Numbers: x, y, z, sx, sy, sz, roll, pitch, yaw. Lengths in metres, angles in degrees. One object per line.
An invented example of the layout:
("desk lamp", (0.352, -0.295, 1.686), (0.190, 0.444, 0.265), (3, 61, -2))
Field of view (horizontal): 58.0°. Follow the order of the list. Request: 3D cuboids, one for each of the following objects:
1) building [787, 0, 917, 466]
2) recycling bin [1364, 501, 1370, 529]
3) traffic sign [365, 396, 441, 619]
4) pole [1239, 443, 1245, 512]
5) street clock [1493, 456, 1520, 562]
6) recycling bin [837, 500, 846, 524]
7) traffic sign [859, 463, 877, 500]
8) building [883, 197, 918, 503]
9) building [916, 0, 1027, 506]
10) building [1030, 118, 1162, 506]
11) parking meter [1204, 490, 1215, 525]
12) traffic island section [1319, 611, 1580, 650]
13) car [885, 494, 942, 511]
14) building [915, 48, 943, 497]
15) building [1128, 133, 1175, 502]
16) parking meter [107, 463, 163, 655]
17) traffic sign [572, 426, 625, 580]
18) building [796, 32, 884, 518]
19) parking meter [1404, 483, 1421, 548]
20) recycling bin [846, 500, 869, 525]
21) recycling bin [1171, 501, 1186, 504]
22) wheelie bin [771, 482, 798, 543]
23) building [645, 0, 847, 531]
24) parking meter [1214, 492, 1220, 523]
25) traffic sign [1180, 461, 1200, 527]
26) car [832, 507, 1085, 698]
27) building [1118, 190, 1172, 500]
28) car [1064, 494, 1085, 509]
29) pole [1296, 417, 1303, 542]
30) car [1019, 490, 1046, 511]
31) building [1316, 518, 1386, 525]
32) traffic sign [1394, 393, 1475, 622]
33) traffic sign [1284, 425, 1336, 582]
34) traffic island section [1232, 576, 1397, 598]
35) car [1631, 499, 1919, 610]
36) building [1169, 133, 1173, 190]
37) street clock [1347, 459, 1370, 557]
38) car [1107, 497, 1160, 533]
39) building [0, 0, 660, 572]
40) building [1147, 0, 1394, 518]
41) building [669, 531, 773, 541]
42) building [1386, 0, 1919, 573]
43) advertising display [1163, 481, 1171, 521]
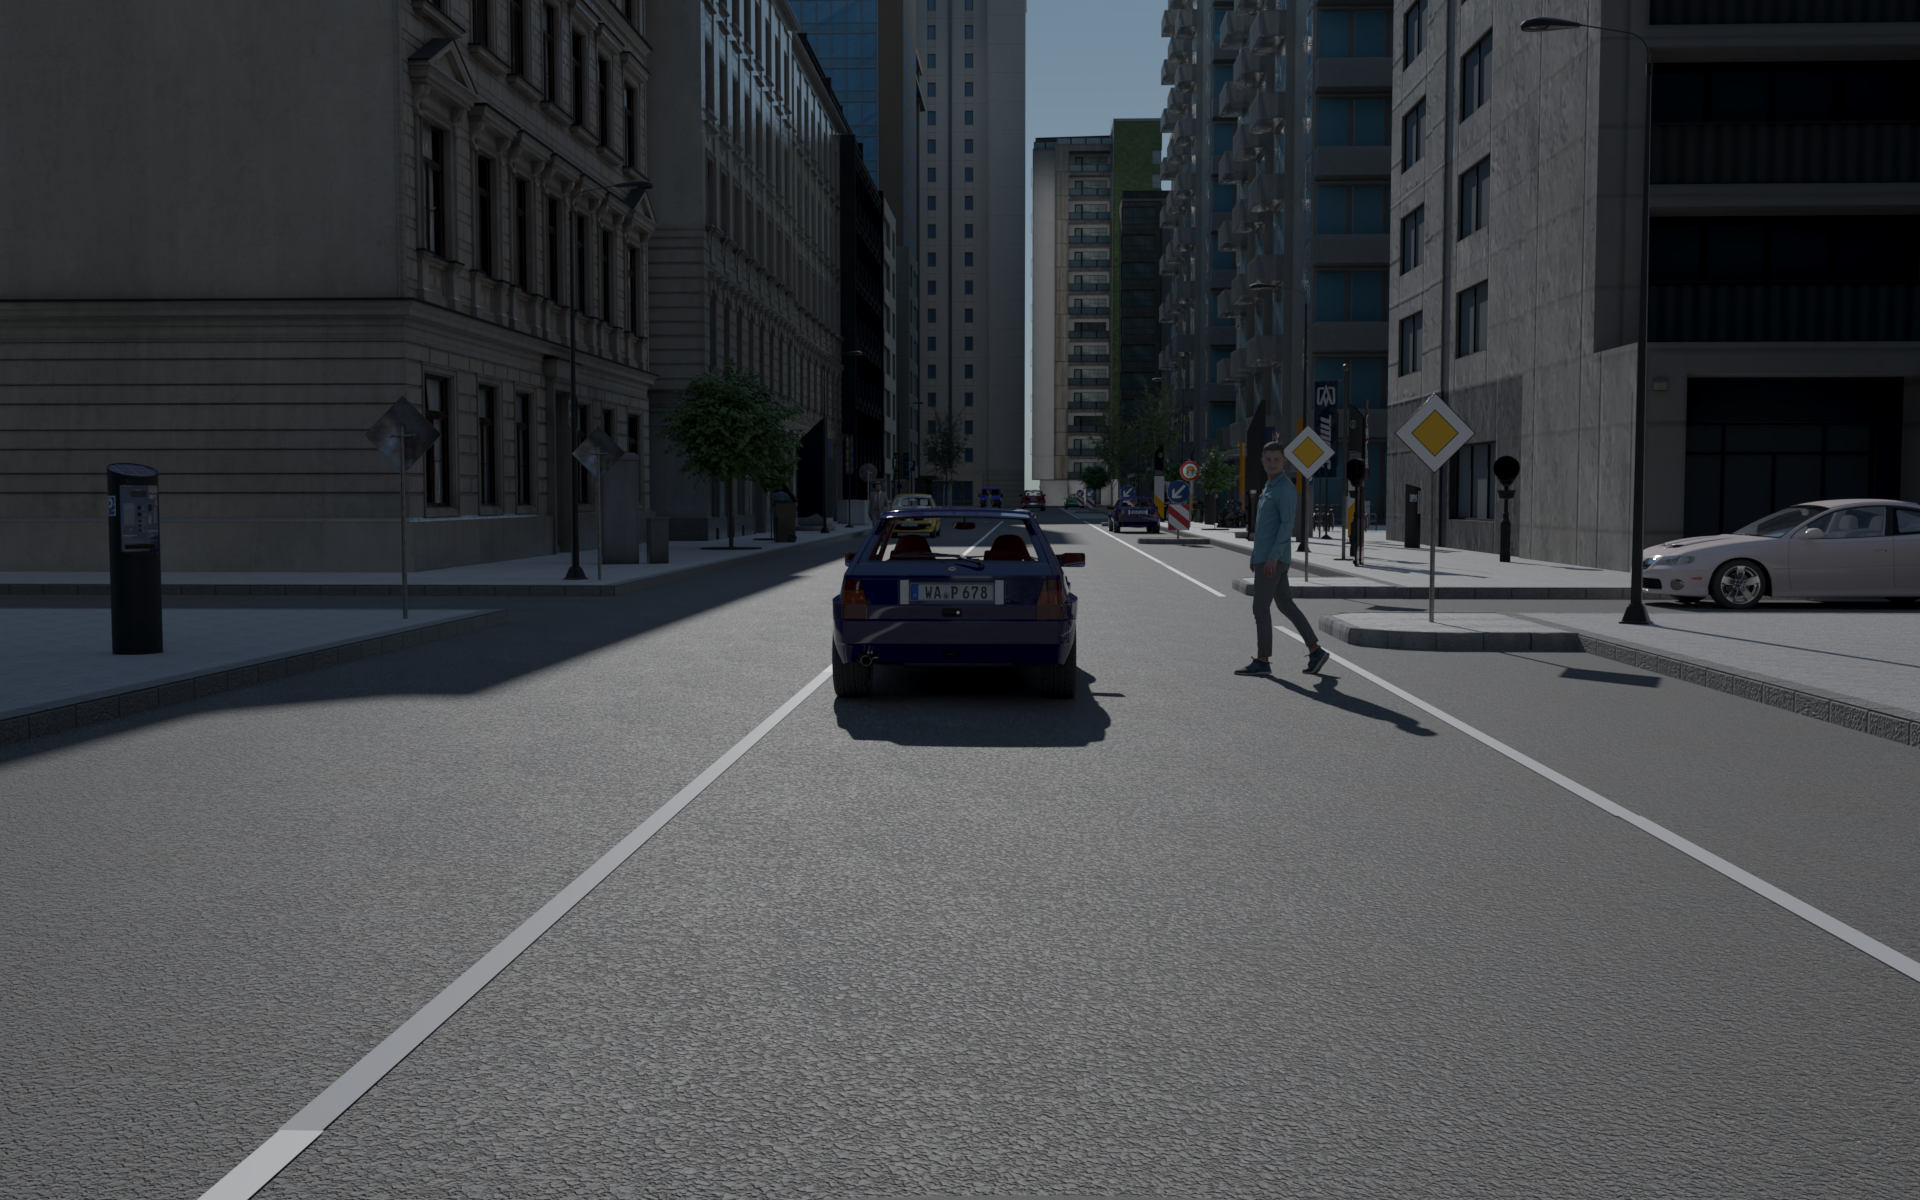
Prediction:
("building", (-10.807, -29.751, 136.545), (14.600, 45.320, 14.200), (0, 4, 2))
("recycling bin", (14.691, -3.132, 63.763), (0.722, 1.027, 0.722), (1, 4, 19))
("traffic sign", (-5.709, -0.864, 17.772), (0.795, 2.450, 0.064), (0, 4, 2))
("pole", (11.173, -4.572, 68.593), (0.158, 3.312, 0.155), (0, 3, 0))
("street clock", (10.311, -1.721, 32.705), (0.471, 2.002, 0.358), (1, 4, 22))
("recycling bin", (-4.823, -3.817, 74.959), (0.722, 1.027, 0.722), (3, 5, 44))
("traffic sign", (-3.830, -4.401, 72.069), (0.768, 2.556, 0.104), (0, 4, 7))
("building", (-17.601, -16.574, 116.032), (27.650, 21.520, 28.899), (0, 4, 2))
("building", (-6.643, -39.995, 195.915), (28.212, 58.520, 21.231), (0, 4, 2))
("building", (14.889, -31.093, 191.962), (14.086, 41.232, 14.154), (0, 4, 2))
("parking meter", (10.463, -4.095, 72.667), (0.399, 1.863, 0.255), (-3, 4, -37))
("traffic island section", (4.749, 0.300, 17.384), (2.009, 0.180, 2.903), (0, 4, 2))
("car", (-1.566, -2.908, 57.762), (2.015, 1.641, 3.980), (0, 4, 2))
("building", (-16.457, -31.156, 164.020), (28.867, 44.769, 22.147), (0, 4, 2))
("building", (30.796, -27.843, 147.116), (32.217, 40.220, 23.993), (0, 4, 2))
("parking meter", (-6.638, -0.338, 13.937), (0.372, 1.533, 0.369), (0, 3, 0))
("traffic sign", (-5.368, -1.352, 25.750), (0.795, 2.450, 0.064), (0, 4, 2))
("building", (-10.861, -16.030, 91.771), (12.332, 23.373, 15.834), (0, 4, 2))
("parking meter", (10.778, -2.008, 41.236), (0.372, 1.533, 0.369), (0, 3, 0))
("recycling bin", (-4.145, -3.588, 71.210), (0.722, 1.027, 0.722), (1, 4, 10))
("recycling bin", (12.465, -5.297, 99.167), (0.722, 1.027, 0.722), (-2, 4, -31))
("wheelie bin", (-4.676, -2.331, 46.020), (0.693, 1.594, 0.980), (-1, 4, -14))
("building", (-10.656, -13.752, 74.003), (9.793, 20.994, 18.267), (0, 4, 2))
("parking meter", (11.259, -4.160, 76.424), (0.372, 1.533, 0.369), (0, 3, 0))
("traffic sign", (8.851, -4.072, 66.676), (0.768, 2.556, 0.104), (0, 4, 5))
("car", (0.020, -0.057, 13.516), (1.945, 1.354, 3.894), (0, 4, 2))
("building", (22.219, -24.166, 166.810), (14.160, 30.474, 14.107), (0, 4, 2))
("car", (10.795, -9.474, 163.689), (1.959, 1.807, 4.718), (0, 4, 1))
("pole", (9.067, -3.198, 46.132), (0.158, 3.312, 0.155), (0, 3, 0))
("car", (6.182, -8.462, 147.023), (2.281, 1.827, 5.304), (0, 4, 0))
("building", (24.316, -28.282, 82.016), (23.786, 49.044, 30.456), (0, 4, 2))
("traffic sign", (4.725, -0.836, 17.308), (0.795, 2.450, 0.064), (0, 4, 2))
("traffic sign", (5.066, -1.324, 25.285), (0.795, 2.450, 0.064), (0, 4, 2))
("traffic island section", (5.090, -0.188, 25.362), (2.009, 0.180, 2.903), (0, 4, 2))
("car", (11.169, -0.607, 22.283), (4.827, 1.381, 2.083), (0, 4, 2))
("building", (36.551, -33.097, 195.756), (28.867, 44.769, 22.147), (0, 4, 2))
("street clock", (8.130, -1.892, 35.509), (0.471, 2.002, 0.358), (3, 5, 41))
("car", (6.525, -3.213, 65.118), (1.945, 1.354, 3.894), (0, 4, 1))
("building", (-13.250, -10.544, 37.025), (10.561, 19.102, 19.286), (0, 4, 2))
("building", (25.575, -30.597, 119.870), (23.786, 49.044, 30.456), (0, 4, 2))
("building", (-11.163, -12.634, 55.712), (9.793, 20.994, 18.267), (0, 4, 2))
("building", (21.647, -36.541, 35.697), (20.611, 71.187, 20.563), (0, 4, 2))
("advertising display", (9.736, -4.761, 83.060), (0.974, 1.923, 0.123), (-3, 5, -40))
